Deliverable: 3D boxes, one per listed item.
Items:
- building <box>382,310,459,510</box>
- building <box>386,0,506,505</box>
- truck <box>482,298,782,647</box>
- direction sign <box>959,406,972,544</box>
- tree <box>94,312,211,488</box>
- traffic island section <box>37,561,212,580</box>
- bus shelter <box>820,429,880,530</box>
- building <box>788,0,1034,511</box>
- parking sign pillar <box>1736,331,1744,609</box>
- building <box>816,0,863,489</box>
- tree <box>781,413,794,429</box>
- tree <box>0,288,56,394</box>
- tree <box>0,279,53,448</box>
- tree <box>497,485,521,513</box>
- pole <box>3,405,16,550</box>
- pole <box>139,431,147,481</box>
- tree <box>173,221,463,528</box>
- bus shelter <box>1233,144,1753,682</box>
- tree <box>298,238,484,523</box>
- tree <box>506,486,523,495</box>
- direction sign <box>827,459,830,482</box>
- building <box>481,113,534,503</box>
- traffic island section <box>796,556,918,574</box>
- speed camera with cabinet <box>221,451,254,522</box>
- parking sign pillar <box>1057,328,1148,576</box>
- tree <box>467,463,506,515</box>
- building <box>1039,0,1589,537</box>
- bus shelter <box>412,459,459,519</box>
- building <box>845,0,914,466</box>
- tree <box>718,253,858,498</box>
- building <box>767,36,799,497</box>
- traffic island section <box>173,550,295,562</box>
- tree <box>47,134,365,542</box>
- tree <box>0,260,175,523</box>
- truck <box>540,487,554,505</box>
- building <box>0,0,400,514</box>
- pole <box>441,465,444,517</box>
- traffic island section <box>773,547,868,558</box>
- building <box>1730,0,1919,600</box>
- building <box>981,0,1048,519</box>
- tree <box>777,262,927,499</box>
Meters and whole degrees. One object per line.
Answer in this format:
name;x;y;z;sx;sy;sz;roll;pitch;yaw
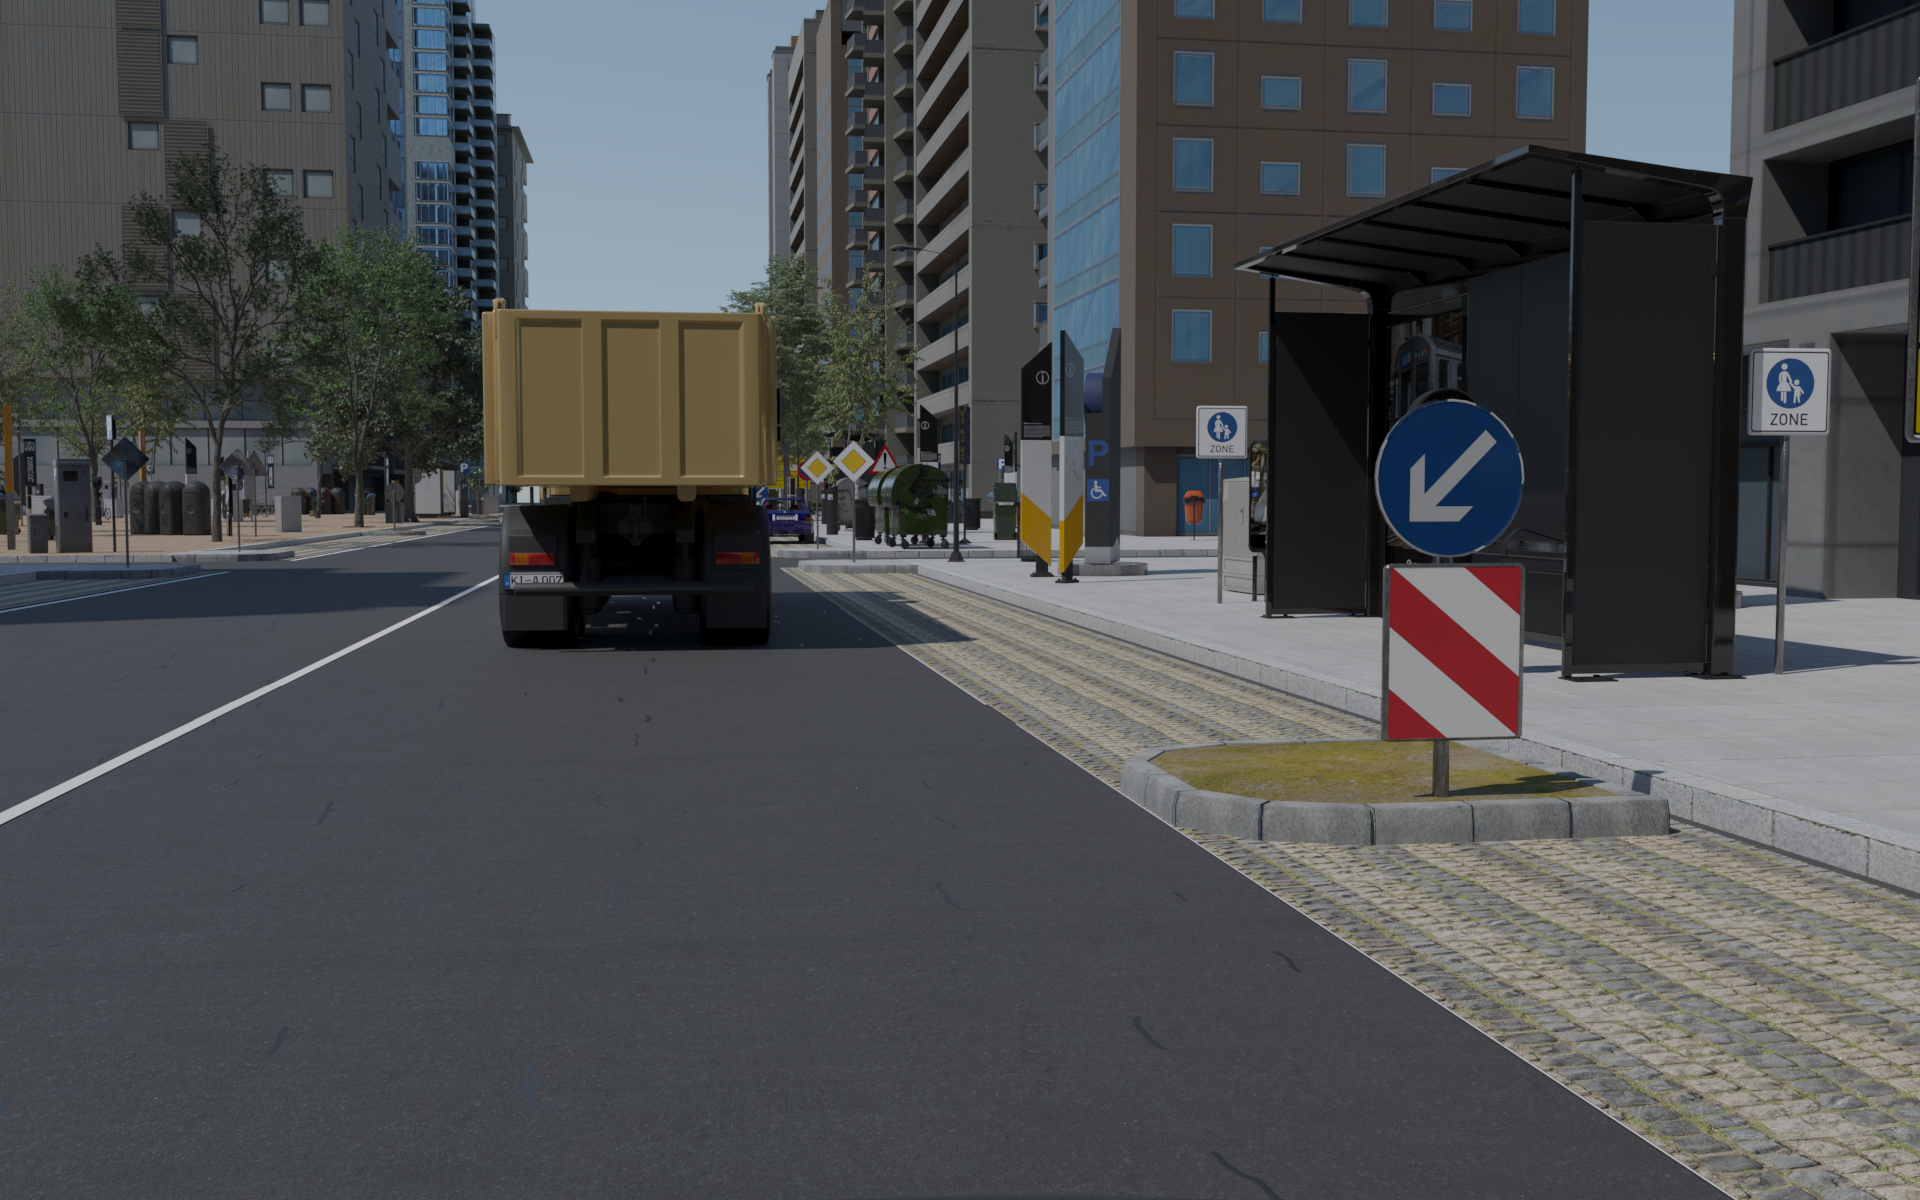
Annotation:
building;-59.369;-18.637;149.753;27.650;21.520;28.899;-1;4;-10
building;-67.375;-55.024;212.309;22.319;86.520;31.000;-1;4;-10
truck;-3.615;-1.474;20.023;3.469;3.379;9.791;-1;4;-9
direction sign;0.121;-3.229;44.799;0.379;3.537;0.876;1;4;18
tree;-30.972;-7.087;66.240;4.737;8.622;4.395;0;3;0
traffic island section;-14.576;-0.490;30.295;2.009;0.180;2.903;-1;4;-10
bus shelter;-4.162;-4.549;65.656;1.731;3.624;6.357;-1;4;-10
building;-5.609;-33.580;172.733;21.300;48.544;21.600;-1;4;-10
parking sign pillar;8.196;-1.914;19.772;1.447;3.967;1.447;-2;4;-35
building;-5.232;-30.864;154.729;14.600;45.320;14.200;-1;4;-10
tree;-16.671;-13.563;132.122;12.009;13.543;11.850;0;3;0
tree;-29.413;-6.172;51.277;4.360;8.622;3.978;0;3;0
tree;-32.415;-6.562;57.644;4.737;8.622;4.395;0;3;0
tree;-31.273;-10.236;117.728;4.737;8.622;4.395;0;3;0
pole;-21.819;-2.808;39.754;0.158;3.312;0.155;0;3;0
pole;-26.346;-3.794;55.867;0.158;3.312;0.155;0;3;0
tree;-22.939;-8.575;65.962;9.928;11.665;9.643;0;3;0
bus shelter;4.152;-1.444;14.887;1.731;3.624;6.357;-1;4;-10
tree;-24.831;-9.852;78.086;9.611;12.733;9.660;0;3;0
tree;-34.364;-8.524;133.974;1.663;3.219;1.824;0;3;0
direction sign;-8.171;-7.357;112.287;0.876;3.537;0.379;0;4;-1
building;-74.745;-39.906;241.705;28.713;52.752;27.495;-1;4;-10
traffic island section;-1.961;-0.619;32.407;2.009;0.180;2.903;-1;4;-10
speed camera with cabinet;-33.237;-5.220;79.685;2.038;3.252;0.660;3;4;38
parking sign pillar;2.278;-2.390;27.557;1.447;3.967;1.447;1;4;12
tree;-29.657;-6.907;107.535;1.663;3.219;1.824;0;3;0
building;11.018;-24.947;57.986;14.200;45.320;14.600;-1;4;-10
bus shelter;-28.373;-6.065;93.091;2.014;3.302;5.546;-1;4;-10
building;2.754;-29.337;134.291;22.147;44.769;28.867;-1;4;-10
tree;-8.381;-10.007;81.746;7.486;12.596;7.792;0;3;0
building;-15.003;-42.169;231.466;21.231;58.520;28.212;-1;4;-10
traffic island section;-15.902;-0.972;38.169;2.009;0.180;2.903;-1;4;-10
tree;-19.923;-6.816;45.856;8.767;10.594;7.601;-1;4;-10
tree;-39.260;-9.321;78.153;9.928;11.665;9.643;0;3;0
truck;-21.214;-5.992;93.894;3.469;3.379;9.791;-1;4;-10
building;-54.615;-32.527;121.059;28.713;52.752;27.495;-1;4;-10
pole;-29.109;-6.330;97.340;0.158;3.312;0.155;0;3;0
traffic island section;-3.287;-1.101;40.282;2.009;0.180;2.903;-1;4;-10
building;21.383;-35.332;15.927;20.563;71.187;20.611;-1;4;-10
building;9.361;-29.118;99.783;21.300;48.544;21.600;-1;4;-10
tree;-3.251;-6.444;55.714;4.737;8.622;4.395;0;3;0
